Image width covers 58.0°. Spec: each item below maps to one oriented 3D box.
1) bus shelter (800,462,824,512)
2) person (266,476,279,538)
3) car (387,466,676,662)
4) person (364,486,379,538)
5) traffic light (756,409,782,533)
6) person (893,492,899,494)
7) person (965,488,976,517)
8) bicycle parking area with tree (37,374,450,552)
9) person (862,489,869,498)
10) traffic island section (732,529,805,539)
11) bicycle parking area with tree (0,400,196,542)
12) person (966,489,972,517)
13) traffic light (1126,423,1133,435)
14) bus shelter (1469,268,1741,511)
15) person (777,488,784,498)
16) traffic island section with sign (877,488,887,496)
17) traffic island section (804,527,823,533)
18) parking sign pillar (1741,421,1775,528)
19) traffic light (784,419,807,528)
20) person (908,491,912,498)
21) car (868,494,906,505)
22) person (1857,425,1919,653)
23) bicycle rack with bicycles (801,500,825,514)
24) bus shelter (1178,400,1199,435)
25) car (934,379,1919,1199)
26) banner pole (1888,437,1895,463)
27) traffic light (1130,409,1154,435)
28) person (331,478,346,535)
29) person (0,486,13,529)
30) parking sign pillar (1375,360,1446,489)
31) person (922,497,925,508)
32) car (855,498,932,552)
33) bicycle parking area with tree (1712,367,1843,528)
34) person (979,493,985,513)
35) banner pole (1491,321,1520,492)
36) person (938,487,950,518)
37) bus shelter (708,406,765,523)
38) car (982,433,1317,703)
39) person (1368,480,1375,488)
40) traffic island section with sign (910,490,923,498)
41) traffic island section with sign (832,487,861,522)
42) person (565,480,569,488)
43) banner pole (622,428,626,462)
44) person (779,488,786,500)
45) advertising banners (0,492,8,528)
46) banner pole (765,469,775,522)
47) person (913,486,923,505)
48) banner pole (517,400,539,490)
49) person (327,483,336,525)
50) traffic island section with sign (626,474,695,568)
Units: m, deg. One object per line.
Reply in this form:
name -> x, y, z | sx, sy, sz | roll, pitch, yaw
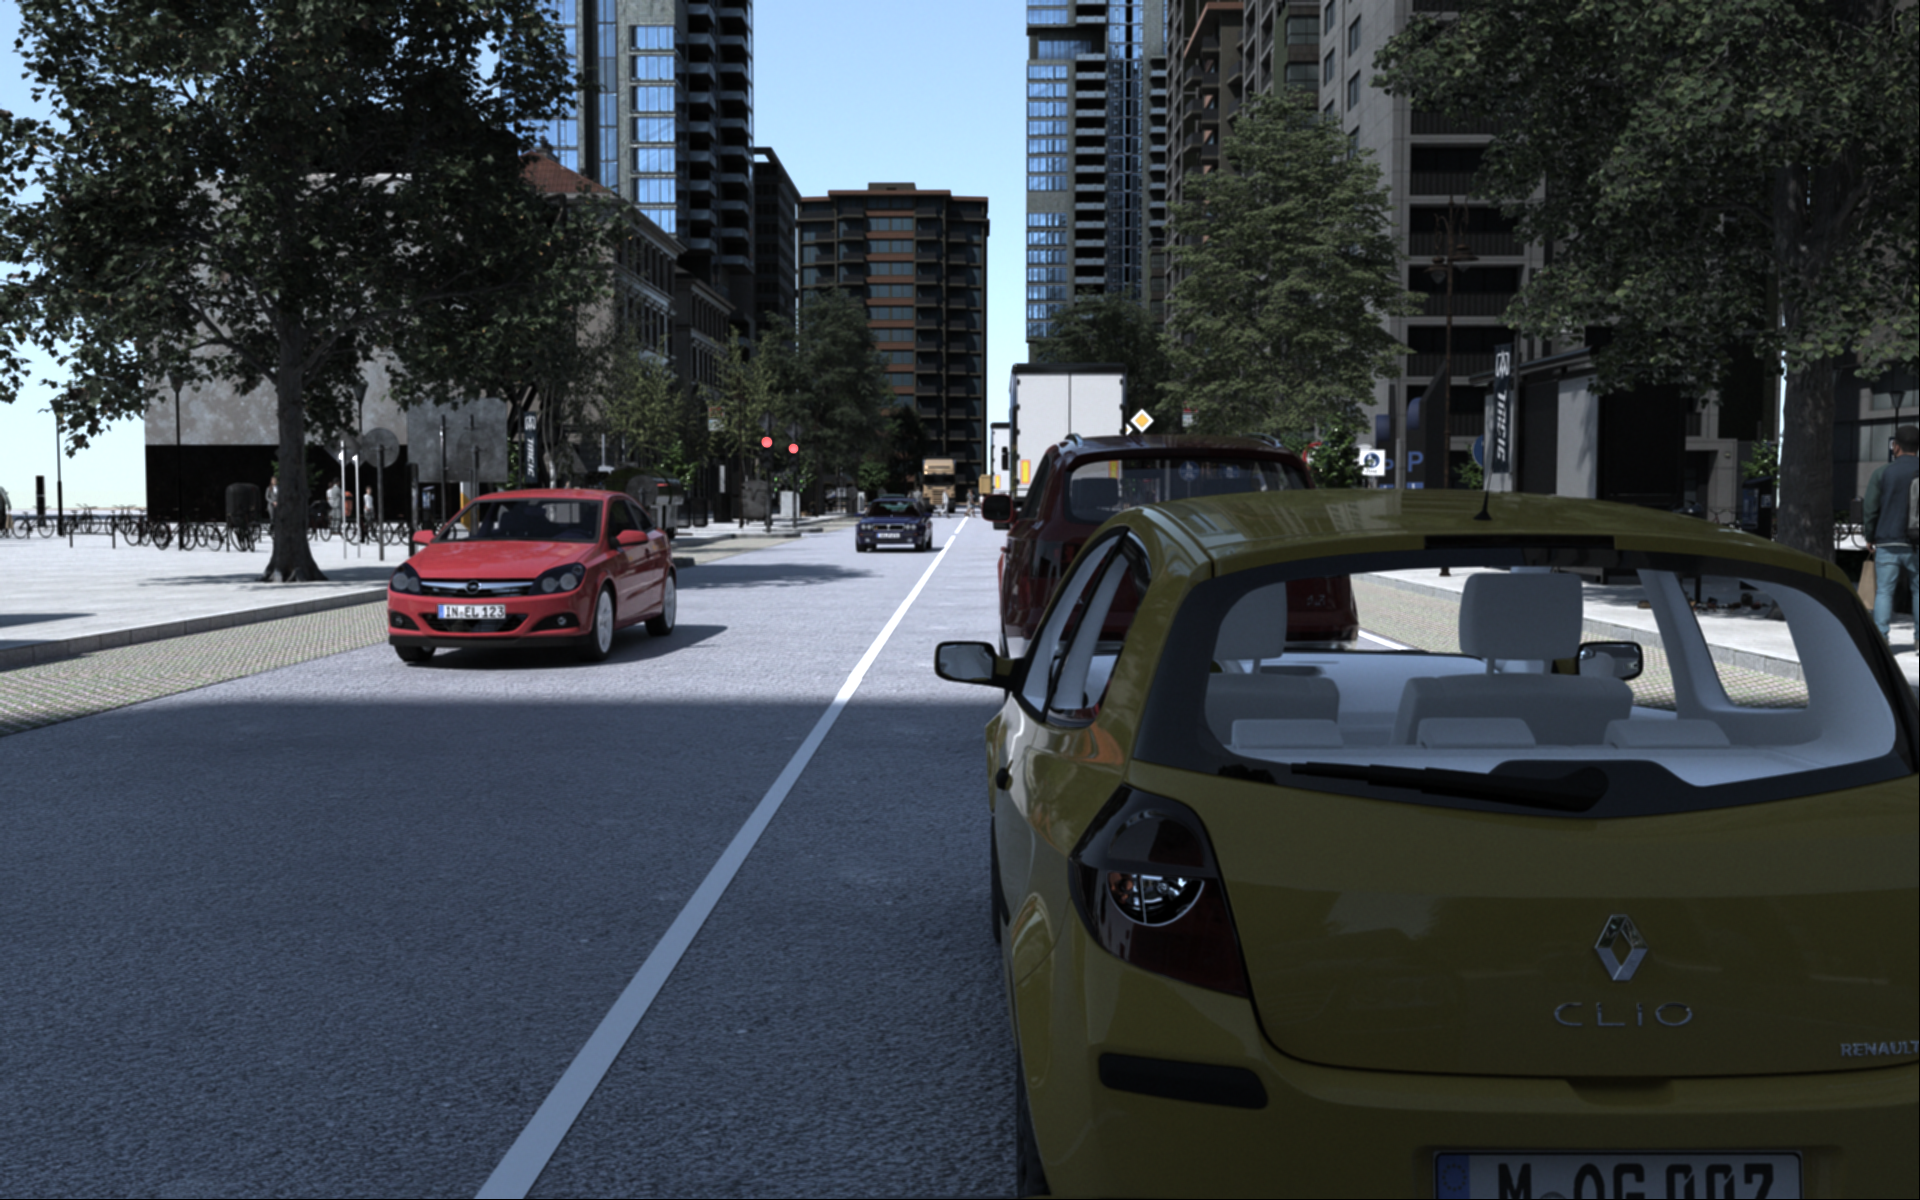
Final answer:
bus shelter -> -9.900, -7.620, 115.864 | 1.731, 3.624, 6.357 | 0, 4, 1
person -> -19.544, -2.645, 49.561 | 0.520, 1.790, 0.573 | -3, 4, -38
car -> -3.873, -0.436, 16.164 | 2.155, 1.783, 4.494 | 0, 4, 2
person -> -17.400, -2.594, 51.049 | 0.523, 1.515, 0.503 | -1, 4, -11
traffic light -> -6.308, -4.170, 57.097 | 0.839, 4.253, 0.868 | 0, 4, 1
person -> -7.257, -11.623, 195.711 | 1.348, 1.869, 0.705 | 0, 4, -3
person -> 0.682, -6.004, 106.764 | 0.778, 1.811, 0.616 | 0, 4, -5
bicycle parking area with tree -> -16.851, -3.410, 42.762 | 8.231, 4.147, 9.016 | -3, 5, -44
person -> -9.527, -10.105, 171.245 | 0.705, 1.826, 1.348 | 3, 5, 42
traffic island section -> -6.348, -2.138, 57.232 | 2.009, 0.180, 2.903 | 0, 4, 1
bicycle parking area with tree -> -29.979, -4.012, 52.594 | 8.231, 4.147, 9.016 | 1, 4, 17
person -> 0.622, -6.206, 110.515 | 0.362, 1.759, 0.519 | -1, 4, -22
traffic light -> 6.059, -4.649, 64.935 | 0.839, 4.253, 0.868 | 0, 4, 1
bus shelter -> 9.900, -3.113, 28.522 | 2.179, 5.291, 8.768 | 0, 4, 1
person -> -16.410, -9.456, 160.738 | 1.350, 1.814, 0.705 | -2, 4, -26
traffic island section with sign -> -5.219, -6.643, 117.246 | 1.989, 1.847, 2.006 | 0, 4, 1
traffic island section -> -6.242, -2.626, 65.216 | 2.009, 0.180, 2.903 | 0, 4, 1
parking sign pillar -> 29.928, -4.657, 64.616 | 1.447, 3.967, 1.447 | 2, 4, 25
traffic light -> -6.202, -4.658, 65.081 | 0.839, 4.253, 0.868 | 0, 4, 1
person -> -4.036, -7.893, 138.548 | 0.522, 1.701, 0.512 | 3, 5, 43
car -> -3.190, -4.218, 80.758 | 2.131, 1.459, 4.920 | 0, 4, 0
person -> 7.417, -0.469, 13.701 | 0.713, 1.824, 0.794 | -3, 5, -44
bicycle rack with bicycles -> -9.572, -5.717, 106.859 | 2.925, 0.926, 2.852 | -1, 4, -16
bus shelter -> 9.103, -5.750, 71.643 | 2.179, 5.291, 8.768 | 0, 4, 1
car -> 0.935, 0.358, 4.377 | 2.015, 1.641, 3.980 | 0, 3, 0
banner pole -> 36.152, -4.687, 66.657 | 0.863, 3.779, 0.401 | 2, 4, 25
traffic light -> 5.953, -4.161, 56.950 | 0.839, 4.253, 0.868 | 0, 4, 1
person -> -19.586, -2.962, 54.655 | 0.511, 1.800, 0.466 | 2, 4, 29
person -> -25.914, -2.452, 46.618 | 0.782, 1.767, 0.515 | -1, 4, -16
parking sign pillar -> 9.307, -2.815, 34.492 | 1.447, 3.967, 1.447 | 3, 4, 36
person -> -1.985, -4.814, 91.483 | 0.640, 1.303, 0.475 | -1, 4, -14
car -> -1.651, -1.920, 43.965 | 1.945, 1.354, 3.894 | 0, 4, 3
bicycle parking area with tree -> 20.783, -3.051, 36.890 | 9.016, 4.147, 8.231 | 0, 4, -7
person -> 1.686, -7.184, 128.551 | 0.503, 1.515, 0.523 | -1, 4, -13
banner pole -> 8.004, -2.161, 25.354 | 0.401, 3.779, 0.863 | -1, 4, -12
person -> -0.911, -5.730, 102.064 | 0.818, 1.842, 0.514 | -1, 4, -10
bus shelter -> -10.346, -6.358, 81.591 | 2.179, 5.291, 8.768 | 0, 4, 1
car -> 1.286, -0.190, 11.777 | 2.281, 1.827, 5.304 | 0, 4, 1
person -> 16.674, -3.922, 70.074 | 0.836, 1.842, 0.656 | 2, 4, 32
traffic island section with sign -> -4.558, -9.734, 167.775 | 1.989, 1.847, 2.006 | 0, 4, 1
traffic island section with sign -> -5.579, -4.993, 90.260 | 1.989, 1.847, 2.006 | 0, 4, 1
person -> -15.386, -3.774, 67.775 | 0.620, 1.820, 0.660 | 2, 4, 28
banner pole -> -12.858, -4.667, 66.327 | 0.401, 3.779, 0.863 | -1, 4, -20
person -> -12.550, -7.140, 123.457 | 0.731, 1.740, 0.598 | 0, 4, 3
advertising banners -> -36.845, -4.219, 65.170 | 2.074, 3.025, 0.090 | 0, 4, 5
banner pole -> -8.922, -5.545, 80.683 | 0.401, 3.779, 0.863 | 1, 4, 17
person -> -2.075, -4.661, 84.823 | 0.709, 1.813, 0.853 | 2, 4, 27
banner pole -> -11.582, -3.442, 46.298 | 0.863, 3.779, 0.401 | 2, 4, 31
person -> -25.626, -3.931, 70.893 | 0.480, 1.755, 0.524 | 1, 4, 18
traffic island section with sign -> -6.321, -1.566, 34.227 | 1.989, 1.847, 2.006 | 0, 4, 1
